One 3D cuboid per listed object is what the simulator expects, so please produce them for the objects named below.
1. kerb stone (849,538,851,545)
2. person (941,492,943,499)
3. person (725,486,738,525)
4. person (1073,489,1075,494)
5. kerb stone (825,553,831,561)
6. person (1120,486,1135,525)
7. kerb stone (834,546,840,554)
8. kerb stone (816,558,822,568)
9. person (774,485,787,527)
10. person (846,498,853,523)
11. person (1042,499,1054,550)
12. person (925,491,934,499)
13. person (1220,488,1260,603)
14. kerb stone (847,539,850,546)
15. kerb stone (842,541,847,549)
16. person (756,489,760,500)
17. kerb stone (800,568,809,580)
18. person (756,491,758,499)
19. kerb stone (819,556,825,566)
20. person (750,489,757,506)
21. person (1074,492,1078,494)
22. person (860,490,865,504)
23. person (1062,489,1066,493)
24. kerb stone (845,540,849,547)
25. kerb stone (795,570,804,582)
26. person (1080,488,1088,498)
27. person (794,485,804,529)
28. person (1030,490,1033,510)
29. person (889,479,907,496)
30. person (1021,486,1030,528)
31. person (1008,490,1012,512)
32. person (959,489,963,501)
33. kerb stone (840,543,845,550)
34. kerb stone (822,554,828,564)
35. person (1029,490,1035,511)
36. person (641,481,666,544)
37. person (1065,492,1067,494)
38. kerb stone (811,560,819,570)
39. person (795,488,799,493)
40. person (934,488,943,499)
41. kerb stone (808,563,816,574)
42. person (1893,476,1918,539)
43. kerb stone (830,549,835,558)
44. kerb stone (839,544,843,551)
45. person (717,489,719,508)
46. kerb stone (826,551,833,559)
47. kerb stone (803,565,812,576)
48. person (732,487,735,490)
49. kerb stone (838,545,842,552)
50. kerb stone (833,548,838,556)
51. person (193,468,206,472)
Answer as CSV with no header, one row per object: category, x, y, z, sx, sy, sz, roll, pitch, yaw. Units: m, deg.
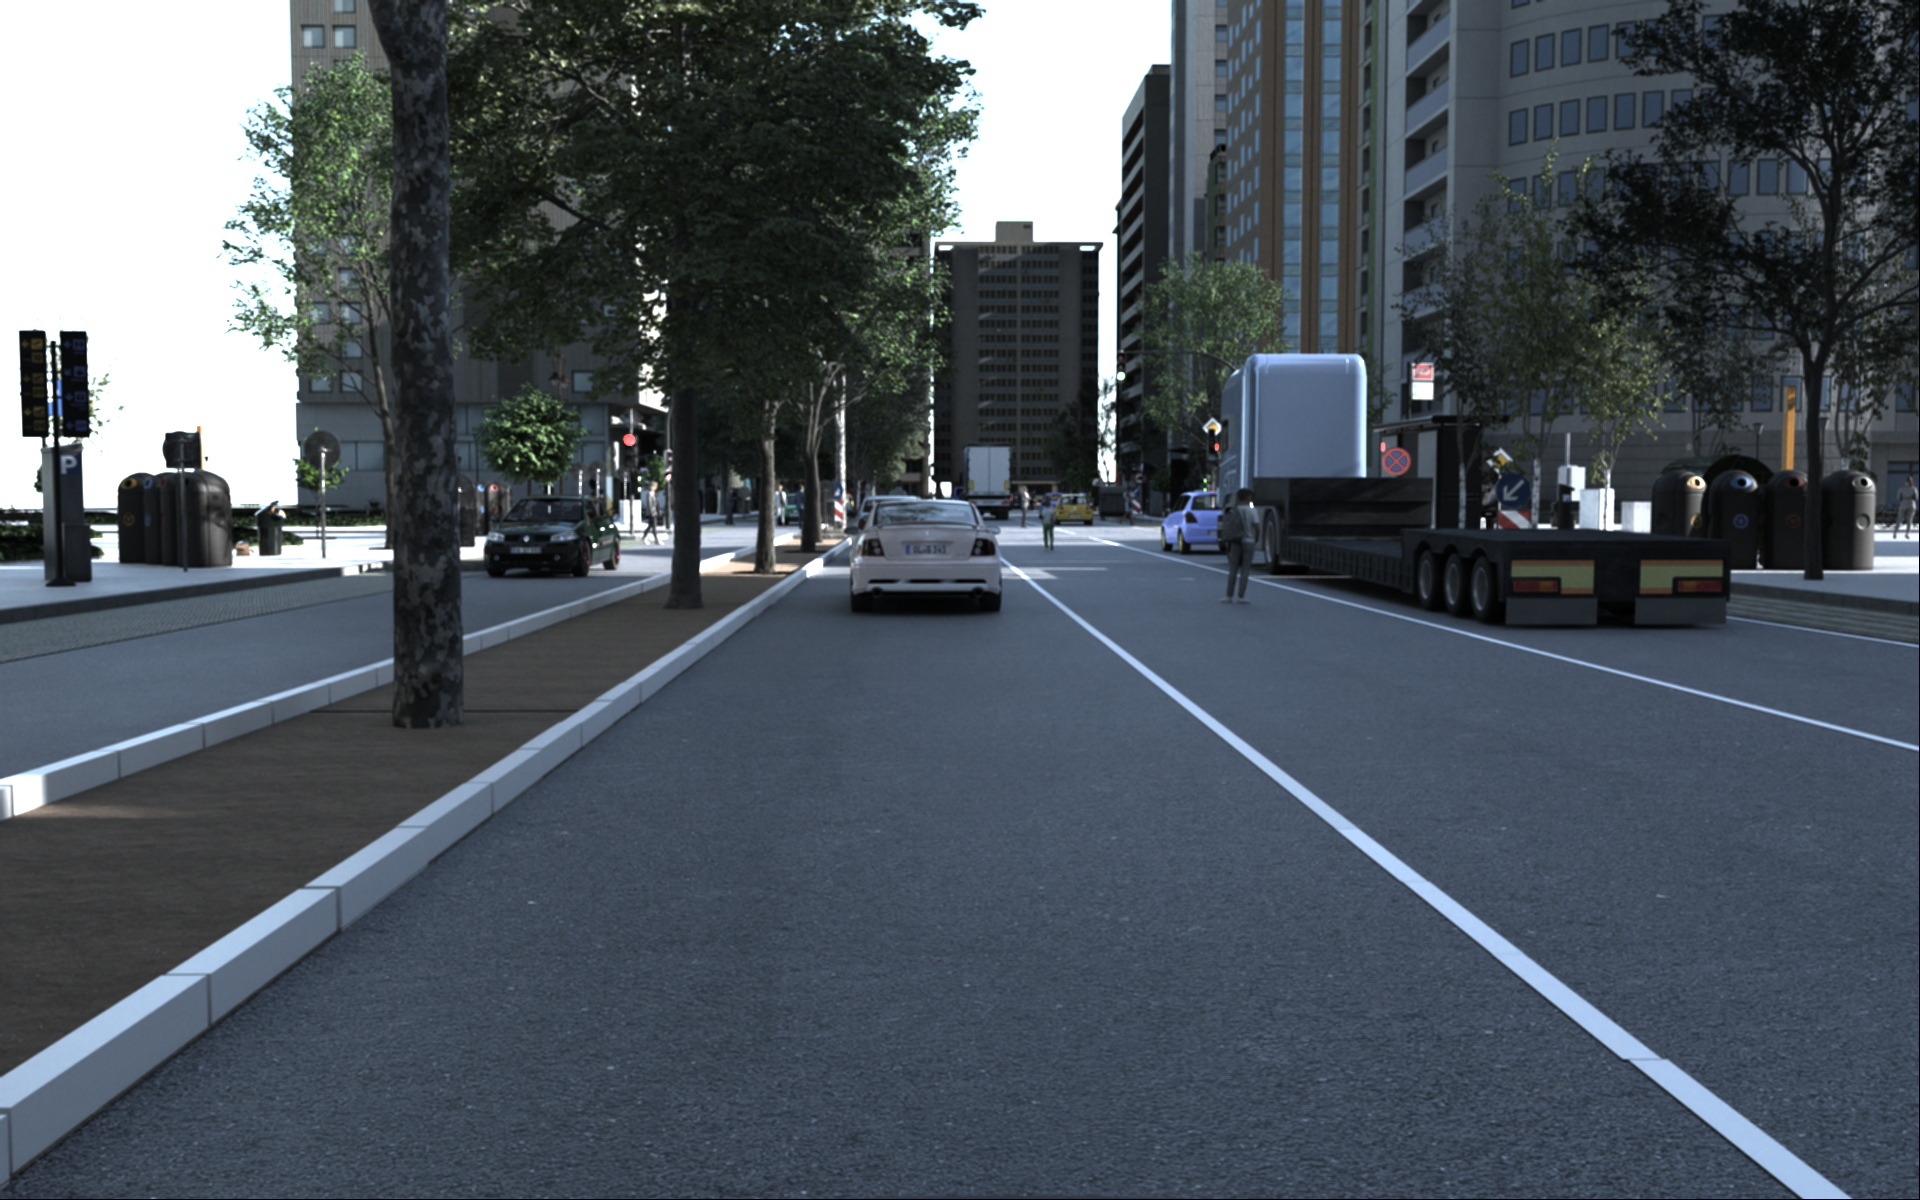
kerb stone,-3.090,-1.527,47.169,0.120,0.150,1.000,0,4,-1
person,-1.724,-8.659,150.785,0.721,1.735,1.217,2,4,24
person,-10.547,-4.359,79.946,0.590,1.801,0.661,-1,4,-10
person,12.331,-11.063,186.887,0.705,1.831,1.348,0,4,-1
kerb stone,-2.821,-0.838,35.899,0.120,0.150,1.000,0,4,-1
person,7.846,-4.415,80.772,0.778,1.811,0.616,-1,4,-21
kerb stone,-2.921,-1.089,40.005,0.120,0.150,1.000,0,4,-1
kerb stone,-2.747,-0.646,32.833,0.120,0.150,1.000,0,4,-1
person,-7.950,-4.145,76.152,0.818,1.842,0.514,3,5,41
person,-5.393,-4.360,84.476,0.332,1.250,0.352,2,4,33
person,2.248,-1.915,44.056,0.306,1.304,0.590,-1,4,-8
person,-2.454,-8.472,147.747,1.217,1.736,0.721,0,4,2
person,3.669,-0.714,22.774,0.503,1.515,0.523,0,4,-7
kerb stone,-3.067,-1.465,46.146,0.120,0.150,1.000,0,4,-1
kerb stone,-3.019,-1.339,44.101,0.120,0.150,1.000,0,4,-1
person,-16.928,-8.538,146.350,0.721,1.735,1.217,1,4,18
kerb stone,-2.646,-0.400,28.733,0.120,0.150,1.000,0,4,-1
person,-22.650,-11.452,193.835,0.990,1.755,0.434,2,4,24
kerb stone,-2.768,-0.713,33.855,0.120,0.150,1.000,0,4,-1
person,-17.636,-8.639,148.015,0.721,1.743,1.217,1,4,17
person,11.738,-10.313,175.174,1.217,1.766,0.721,3,5,39
person,-8.336,-8.370,145.791,0.568,1.767,0.683,2,4,32
person,6.515,-6.200,110.222,0.623,1.781,0.721,3,5,41
kerb stone,-3.048,-1.402,45.123,0.120,0.150,1.000,0,4,-1
kerb stone,-2.628,-0.337,27.708,0.120,0.150,1.000,0,4,-1
person,7.675,-6.112,108.701,0.793,1.790,0.793,0,4,1
person,-6.392,-3.766,70.252,0.721,1.800,0.419,2,4,28
person,6.411,-8.962,155.047,0.705,1.821,1.348,0,4,-3
person,-1.558,-2.207,44.685,0.635,1.810,0.391,1,4,21
person,2.850,-4.018,74.374,0.526,1.800,0.537,3,4,39
person,4.049,-8.085,140.629,0.705,1.831,1.348,-1,4,-10
person,0.233,-7.842,136.902,0.721,1.800,0.419,-1,4,-20
kerb stone,-2.994,-1.271,43.071,0.120,0.150,1.000,0,4,-1
kerb stone,-2.795,-0.776,34.878,0.120,0.150,1.000,0,4,-1
person,6.203,-8.617,149.914,0.617,1.759,0.750,1,4,14
person,-8.789,-2.500,49.563,0.728,1.800,0.709,1,4,11
person,12.078,-11.758,198.279,0.705,1.826,1.348,-3,5,-42
kerb stone,-2.723,-0.588,31.811,0.120,0.150,1.000,0,4,-1
person,-14.967,-9.365,159.028,0.709,1.838,0.599,2,4,26
person,-1.346,-6.222,110.196,0.580,1.828,0.573,-1,4,-16
kerb stone,-2.694,-0.525,30.783,0.120,0.150,1.000,0,4,-1
person,27.074,-2.647,49.589,0.520,1.790,0.573,1,4,11
kerb stone,-2.870,-0.964,37.955,0.120,0.150,1.000,0,4,-1
kerb stone,-2.973,-1.214,42.048,0.120,0.150,1.000,0,4,-1
person,-22.520,-9.481,161.787,0.721,1.736,1.217,-1,4,-11
kerb stone,-2.846,-0.899,36.932,0.120,0.150,1.000,0,4,-1
kerb stone,-2.670,-0.457,29.760,0.120,0.150,1.000,0,4,-1
person,-18.210,-8.150,139.305,1.348,1.824,0.705,0,4,5
kerb stone,-2.947,-1.152,41.027,0.120,0.150,1.000,0,4,-1
kerb stone,-2.887,-1.027,38.980,0.120,0.150,1.000,0,4,-1
person,-14.949,-1.695,33.942,0.728,1.800,0.709,-3,5,-41
